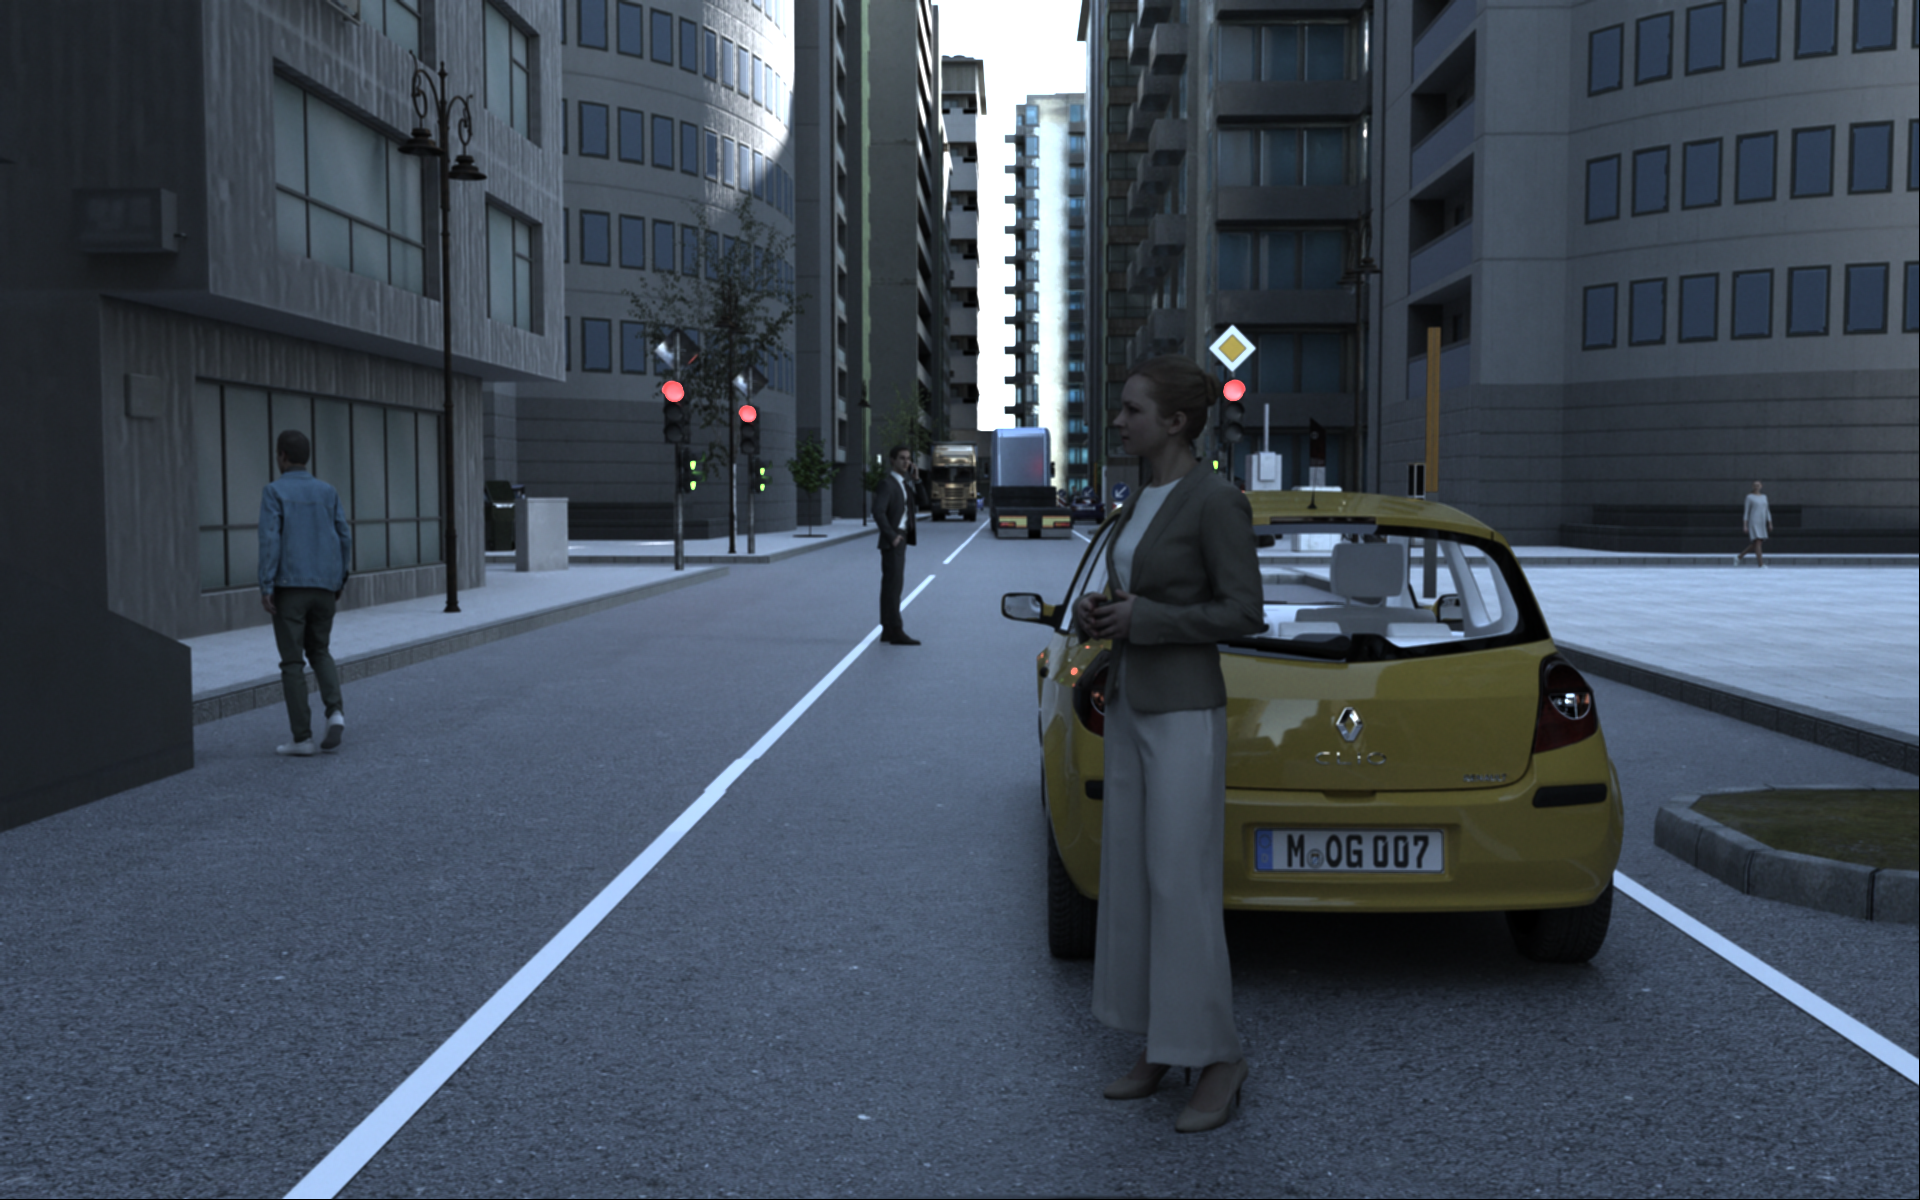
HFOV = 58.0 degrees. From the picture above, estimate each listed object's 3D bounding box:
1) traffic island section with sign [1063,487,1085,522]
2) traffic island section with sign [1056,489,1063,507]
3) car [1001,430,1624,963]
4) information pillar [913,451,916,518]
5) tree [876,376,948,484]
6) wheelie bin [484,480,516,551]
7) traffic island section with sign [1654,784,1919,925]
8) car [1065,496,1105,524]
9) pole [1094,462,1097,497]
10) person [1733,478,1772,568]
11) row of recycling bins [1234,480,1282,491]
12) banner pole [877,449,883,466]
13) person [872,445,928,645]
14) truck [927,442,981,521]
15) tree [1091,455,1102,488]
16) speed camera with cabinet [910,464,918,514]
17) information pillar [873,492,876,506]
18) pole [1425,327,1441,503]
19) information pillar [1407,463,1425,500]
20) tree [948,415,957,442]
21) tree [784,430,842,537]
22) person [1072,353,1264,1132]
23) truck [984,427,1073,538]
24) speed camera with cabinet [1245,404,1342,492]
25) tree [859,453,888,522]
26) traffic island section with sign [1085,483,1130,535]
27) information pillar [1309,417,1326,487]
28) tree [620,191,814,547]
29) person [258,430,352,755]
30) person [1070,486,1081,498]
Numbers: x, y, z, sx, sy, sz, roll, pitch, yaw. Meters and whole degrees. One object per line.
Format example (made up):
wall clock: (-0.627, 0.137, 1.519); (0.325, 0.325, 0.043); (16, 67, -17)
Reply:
traffic island section with sign: (6.435, -4.899, 88.725); (1.989, 1.847, 2.006); (0, 4, 2)
traffic island section with sign: (8.916, -9.676, 166.829); (1.989, 1.847, 2.006); (0, 4, 2)
car: (1.161, 0.212, 6.751); (2.015, 1.641, 3.980); (0, 4, 2)
information pillar: (-2.514, -6.281, 94.057); (0.183, 3.616, 0.504); (0, 4, 3)
tree: (-3.333, -9.681, 108.649); (4.737, 8.622, 4.395); (0, 3, 0)
wheelie bin: (-10.442, -1.898, 38.937); (0.693, 1.594, 0.980); (3, 5, 44)
traffic island section with sign: (3.818, 0.126, 6.568); (1.989, 1.847, 2.006); (0, 4, 2)
car: (6.032, -4.321, 83.232); (1.945, 1.354, 3.894); (0, 4, 1)
pole: (8.707, -7.189, 111.383); (0.158, 3.312, 0.155); (0, 3, 0)
person: (14.824, -1.413, 32.359); (0.466, 1.731, 0.760); (-3, 5, -44)
row of recycling bins: (8.346, -2.663, 50.656); (1.069, 1.692, 3.534); (-1, 4, -19)
banner pole: (-4.441, -6.518, 96.584); (0.401, 3.779, 0.863); (-2, 4, -28)
person: (-0.561, -0.541, 16.704); (0.474, 1.900, 0.648); (1, 4, 9)
truck: (-0.314, -6.467, 94.649); (2.839, 4.237, 11.283); (0, 3, 0)
tree: (10.429, -8.069, 115.640); (4.285, 4.588, 4.351); (0, 3, 0)
speed camera with cabinet: (-3.536, -7.196, 111.992); (2.038, 3.252, 0.660); (-1, 4, -14)
information pillar: (-4.380, -5.285, 90.902); (0.304, 2.012, 0.304); (-1, 4, -19)
pole: (5.805, -1.680, 21.311); (0.158, 3.312, 0.155); (0, 3, 0)
information pillar: (10.938, -2.266, 41.549); (0.304, 2.012, 0.304); (-1, 4, -22)
tree: (-1.814, -12.333, 152.012); (4.737, 8.622, 4.395); (0, 3, 0)
tree: (-4.364, -3.504, 51.886); (1.663, 3.219, 1.824); (0, 3, 0)
person: (0.453, 0.304, 4.079); (0.362, 1.759, 0.519); (-2, 4, -25)
truck: (2.423, -4.545, 64.064); (2.967, 4.110, 18.799); (0, 4, 0)
speed camera with cabinet: (7.379, -2.691, 38.326); (2.038, 3.252, 0.660); (0, 4, -7)
tree: (-3.777, -5.269, 80.744); (1.663, 3.219, 1.824); (0, 3, 0)
traffic island section with sign: (5.577, -3.251, 61.783); (1.989, 1.847, 2.006); (0, 4, 2)
information pillar: (10.834, -3.743, 52.556); (0.504, 3.616, 0.183); (2, 4, 23)
tree: (-5.696, -5.571, 41.446); (4.360, 8.622, 3.978); (0, 3, 0)
person: (-3.596, -0.041, 9.514); (0.444, 1.785, 0.601); (3, 5, 42)
person: (6.050, -5.021, 90.400); (0.655, 1.846, 0.447); (3, 4, 38)
